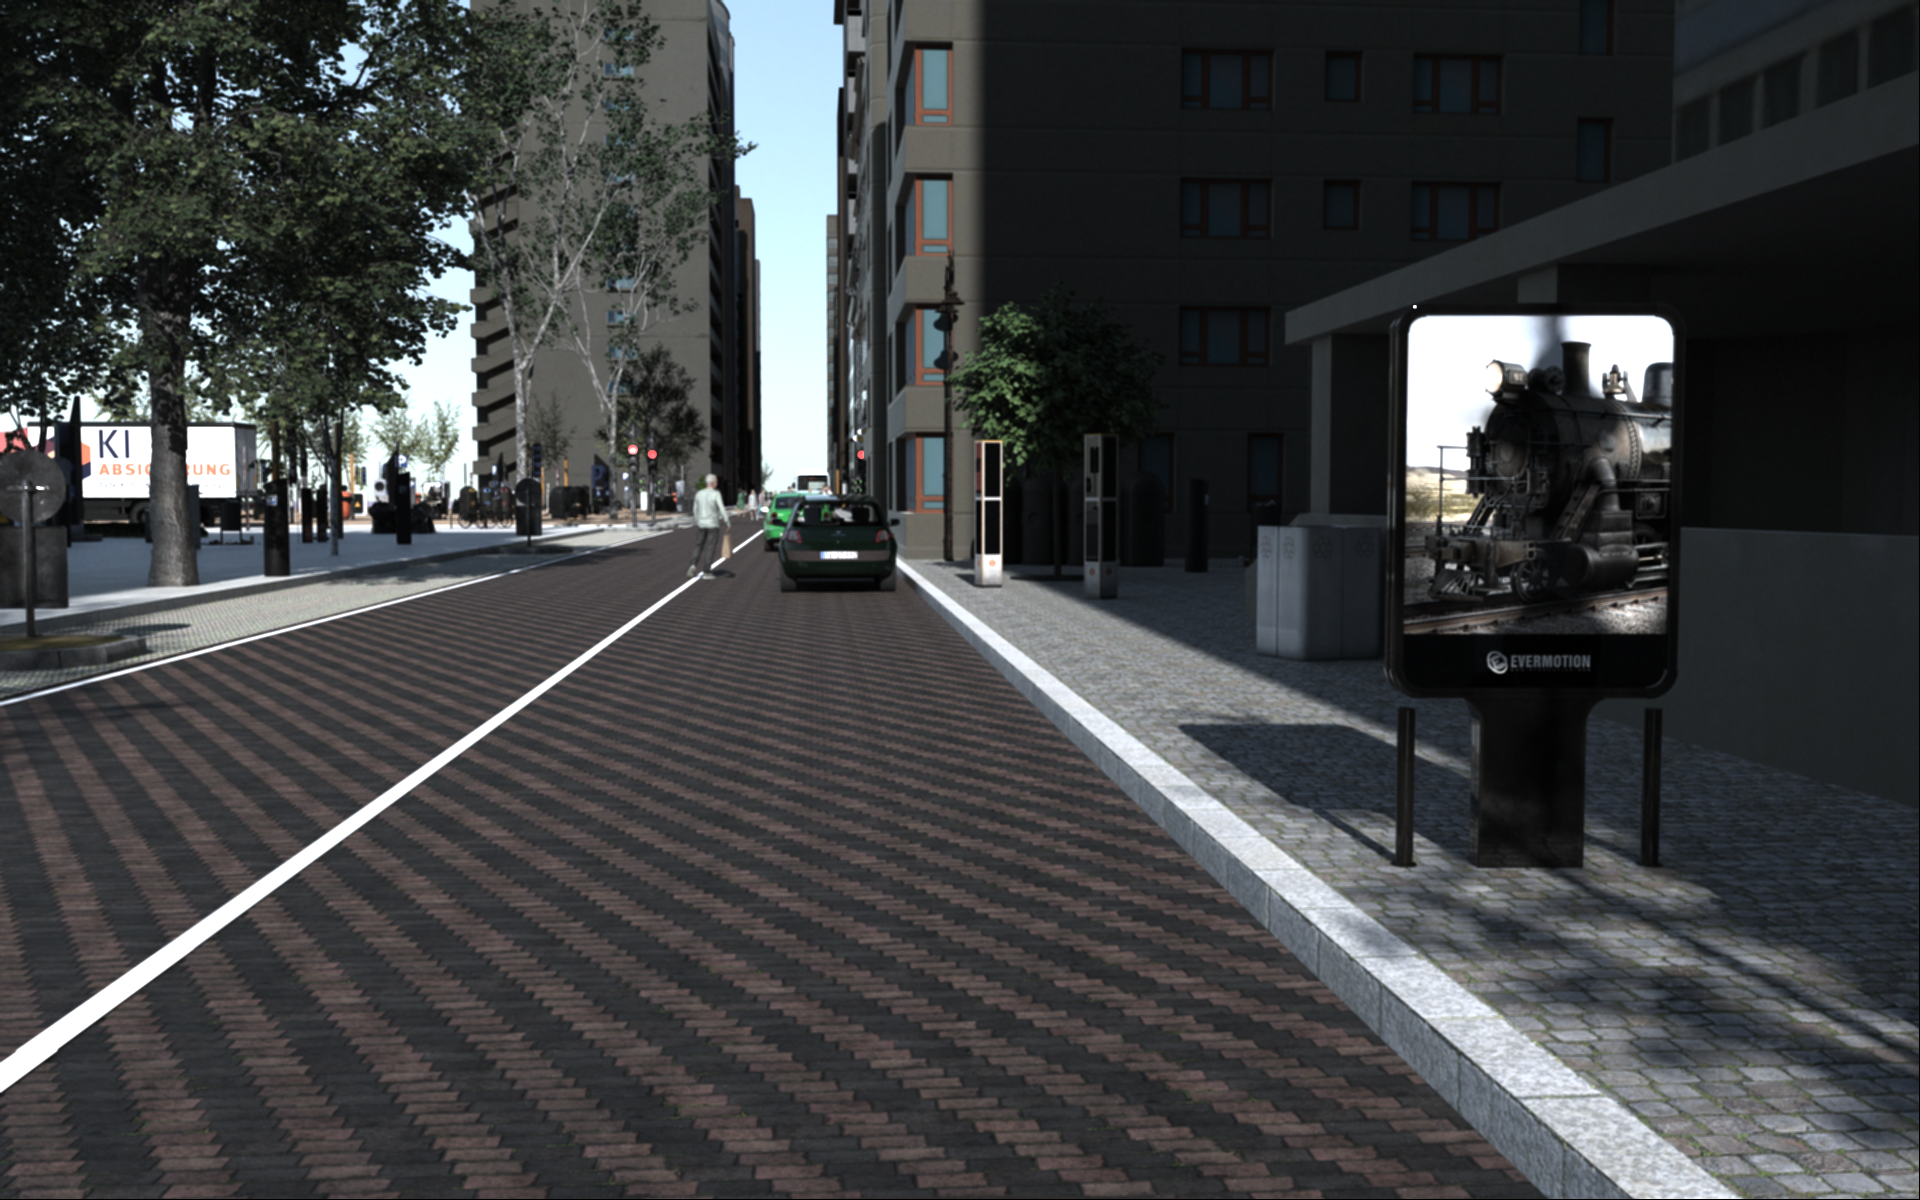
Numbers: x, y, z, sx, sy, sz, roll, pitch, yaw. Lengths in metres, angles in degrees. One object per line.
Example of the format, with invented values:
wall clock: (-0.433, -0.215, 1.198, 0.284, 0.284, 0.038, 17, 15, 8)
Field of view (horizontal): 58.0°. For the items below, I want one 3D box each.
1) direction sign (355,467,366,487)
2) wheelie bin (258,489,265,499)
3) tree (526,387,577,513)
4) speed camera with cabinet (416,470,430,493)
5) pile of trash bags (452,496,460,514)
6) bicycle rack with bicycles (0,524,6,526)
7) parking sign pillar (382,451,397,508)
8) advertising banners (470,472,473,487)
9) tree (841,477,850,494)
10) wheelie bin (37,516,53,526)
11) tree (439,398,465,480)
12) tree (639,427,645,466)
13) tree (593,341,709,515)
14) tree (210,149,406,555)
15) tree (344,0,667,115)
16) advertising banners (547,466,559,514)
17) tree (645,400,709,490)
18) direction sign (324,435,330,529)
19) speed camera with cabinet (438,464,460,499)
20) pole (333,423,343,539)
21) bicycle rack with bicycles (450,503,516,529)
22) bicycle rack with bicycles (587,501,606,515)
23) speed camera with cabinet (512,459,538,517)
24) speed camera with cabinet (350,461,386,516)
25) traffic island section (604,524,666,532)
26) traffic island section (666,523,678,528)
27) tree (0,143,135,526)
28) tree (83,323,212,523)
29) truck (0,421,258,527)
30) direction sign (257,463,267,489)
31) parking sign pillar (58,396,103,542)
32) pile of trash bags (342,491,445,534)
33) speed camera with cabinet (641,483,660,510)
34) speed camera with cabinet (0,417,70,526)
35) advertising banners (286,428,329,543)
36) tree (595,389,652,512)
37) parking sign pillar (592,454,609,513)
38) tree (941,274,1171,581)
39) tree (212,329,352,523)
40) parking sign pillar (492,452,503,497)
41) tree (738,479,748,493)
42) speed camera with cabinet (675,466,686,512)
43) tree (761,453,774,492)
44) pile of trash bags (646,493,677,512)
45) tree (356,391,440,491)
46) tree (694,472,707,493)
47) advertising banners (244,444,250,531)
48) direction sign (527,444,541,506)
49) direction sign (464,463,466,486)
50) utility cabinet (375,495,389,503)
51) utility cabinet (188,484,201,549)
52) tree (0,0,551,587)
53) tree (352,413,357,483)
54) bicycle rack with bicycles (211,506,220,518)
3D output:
direction sign: (-49.741, -9.284, 143.797, 0.876, 3.537, 0.379, 0, 4, -6)
wheelie bin: (-46.330, -6.517, 114.458, 0.693, 1.594, 0.980, 1, 4, 19)
tree: (-28.588, -10.375, 119.991, 4.360, 8.622, 3.978, 0, 3, 0)
speed camera with cabinet: (-42.485, -8.684, 136.322, 2.038, 3.252, 0.660, -1, 4, -21)
pile of trash bags: (-33.339, -6.183, 110.850, 3.447, 1.369, 1.912, 0, 4, -3)
bicycle rack with bicycles: (-17.695, -1.030, 30.215, 2.925, 0.926, 2.852, -1, 4, -10)
parking sign pillar: (-35.281, -7.257, 107.129, 1.447, 3.967, 1.447, 0, 4, 7)
advertising banners: (-39.921, -8.821, 140.410, 0.090, 3.025, 2.074, -3, 4, -39)
tree: (-9.782, -9.665, 152.632, 1.663, 3.219, 1.824, 0, 3, 0)
wheelie bin: (-25.388, -2.456, 48.066, 0.980, 1.594, 0.693, 0, 4, -4)
tree: (-39.213, -11.009, 130.363, 4.737, 8.622, 4.395, 0, 3, 0)
tree: (-24.516, -11.783, 143.018, 4.360, 8.622, 3.978, 0, 3, 0)
tree: (-18.529, -10.404, 104.514, 7.601, 10.594, 8.767, -3, 5, -39)
tree: (-13.325, -5.259, 36.344, 4.360, 8.622, 3.978, 0, 3, 0)
tree: (-13.527, -12.303, 57.050, 12.611, 20.169, 13.585, 0, 3, 0)
advertising banners: (-25.877, -6.977, 110.254, 0.090, 3.025, 2.074, -2, 4, -33)
tree: (-21.078, -11.054, 131.095, 4.360, 8.622, 3.978, 0, 3, 0)
direction sign: (-23.360, -4.395, 63.855, 0.379, 3.537, 0.876, -2, 4, -26)
speed camera with cabinet: (-33.423, -7.358, 114.632, 2.038, 3.252, 0.660, 0, 4, -7)
pole: (-17.853, -3.418, 49.725, 0.158, 3.312, 0.155, 0, 3, 0)
bicycle rack with bicycles: (-17.835, -3.159, 65.037, 2.925, 0.926, 2.852, 2, 4, 30)
bicycle rack with bicycles: (-23.369, -5.707, 106.691, 2.852, 0.926, 2.925, -2, 4, -31)
speed camera with cabinet: (-24.612, -6.261, 96.711, 2.038, 3.252, 0.660, -2, 4, -30)
speed camera with cabinet: (-34.833, -6.576, 101.849, 2.038, 3.252, 0.660, -1, 4, -15)
traffic island section: (-12.533, -2.710, 66.583, 2.009, 0.180, 2.903, 0, 4, -5)
traffic island section: (-13.206, -3.196, 74.540, 2.009, 0.180, 2.903, 0, 4, -5)
tree: (-18.970, -5.179, 35.037, 4.360, 8.622, 3.978, 0, 3, 0)
tree: (-35.486, -7.585, 74.369, 4.737, 8.622, 4.395, 0, 3, 0)
truck: (-33.761, -4.847, 68.162, 11.283, 4.237, 2.839, 0, 4, -3)
direction sign: (-49.847, -8.039, 123.434, 0.876, 3.537, 0.379, 0, 4, 4)
parking sign pillar: (-24.055, -3.570, 46.847, 1.447, 3.967, 1.447, -1, 4, -20)
pile of trash bags: (-18.902, -2.875, 56.761, 3.447, 1.369, 1.912, 1, 4, 9)
speed camera with cabinet: (-24.675, -8.785, 137.968, 0.660, 3.252, 2.038, 1, 4, 20)
speed camera with cabinet: (-23.829, -3.058, 44.330, 2.038, 3.252, 0.660, 1, 4, 13)
advertising banners: (-17.232, -3.028, 45.703, 0.090, 3.025, 2.074, 1, 4, 8)
tree: (-23.050, -10.403, 120.458, 4.737, 8.622, 4.395, 0, 3, 0)
parking sign pillar: (-24.097, -7.806, 116.102, 1.447, 3.967, 1.447, 3, 4, 36)
tree: (1.450, -2.597, 26.169, 4.285, 4.588, 4.351, 0, 3, 0)
tree: (-29.546, -7.665, 75.689, 4.737, 8.622, 4.395, 0, 3, 0)
parking sign pillar: (-29.667, -7.505, 111.172, 1.447, 3.967, 1.447, 0, 4, -2)
tree: (-28.222, -14.011, 223.679, 1.663, 3.219, 1.824, 0, 3, 0)
speed camera with cabinet: (-19.752, -7.835, 122.434, 0.660, 3.252, 2.038, 0, 4, -5)
tree: (-35.207, -21.801, 306.810, 4.360, 8.622, 3.978, 0, 3, 0)
pile of trash bags: (-21.523, -7.166, 126.921, 1.912, 1.369, 3.447, 1, 4, 17)
tree: (-38.807, -10.360, 119.746, 4.737, 8.622, 4.395, 0, 3, 0)
tree: (-22.153, -9.433, 148.830, 1.663, 3.219, 1.824, 0, 3, 0)
advertising banners: (-25.014, -3.946, 60.709, 0.090, 3.025, 2.074, -1, 4, -19)
direction sign: (-19.212, -5.241, 77.683, 0.876, 3.537, 0.379, -2, 4, -35)
direction sign: (-36.087, -8.219, 126.378, 0.379, 3.537, 0.876, -1, 4, -21)
utility cabinet: (-31.990, -5.177, 95.809, 1.020, 1.237, 0.306, 3, 5, 43)
utility cabinet: (-17.921, -1.901, 39.760, 1.173, 1.500, 0.318, 2, 4, 35)
tree: (-10.907, -7.169, 23.861, 9.857, 13.997, 8.962, 0, 3, 0)
tree: (-44.628, -10.759, 126.265, 4.737, 8.622, 4.395, 0, 3, 0)
bicycle rack with bicycles: (-40.471, -4.871, 93.030, 2.925, 0.926, 2.852, -1, 4, -16)
